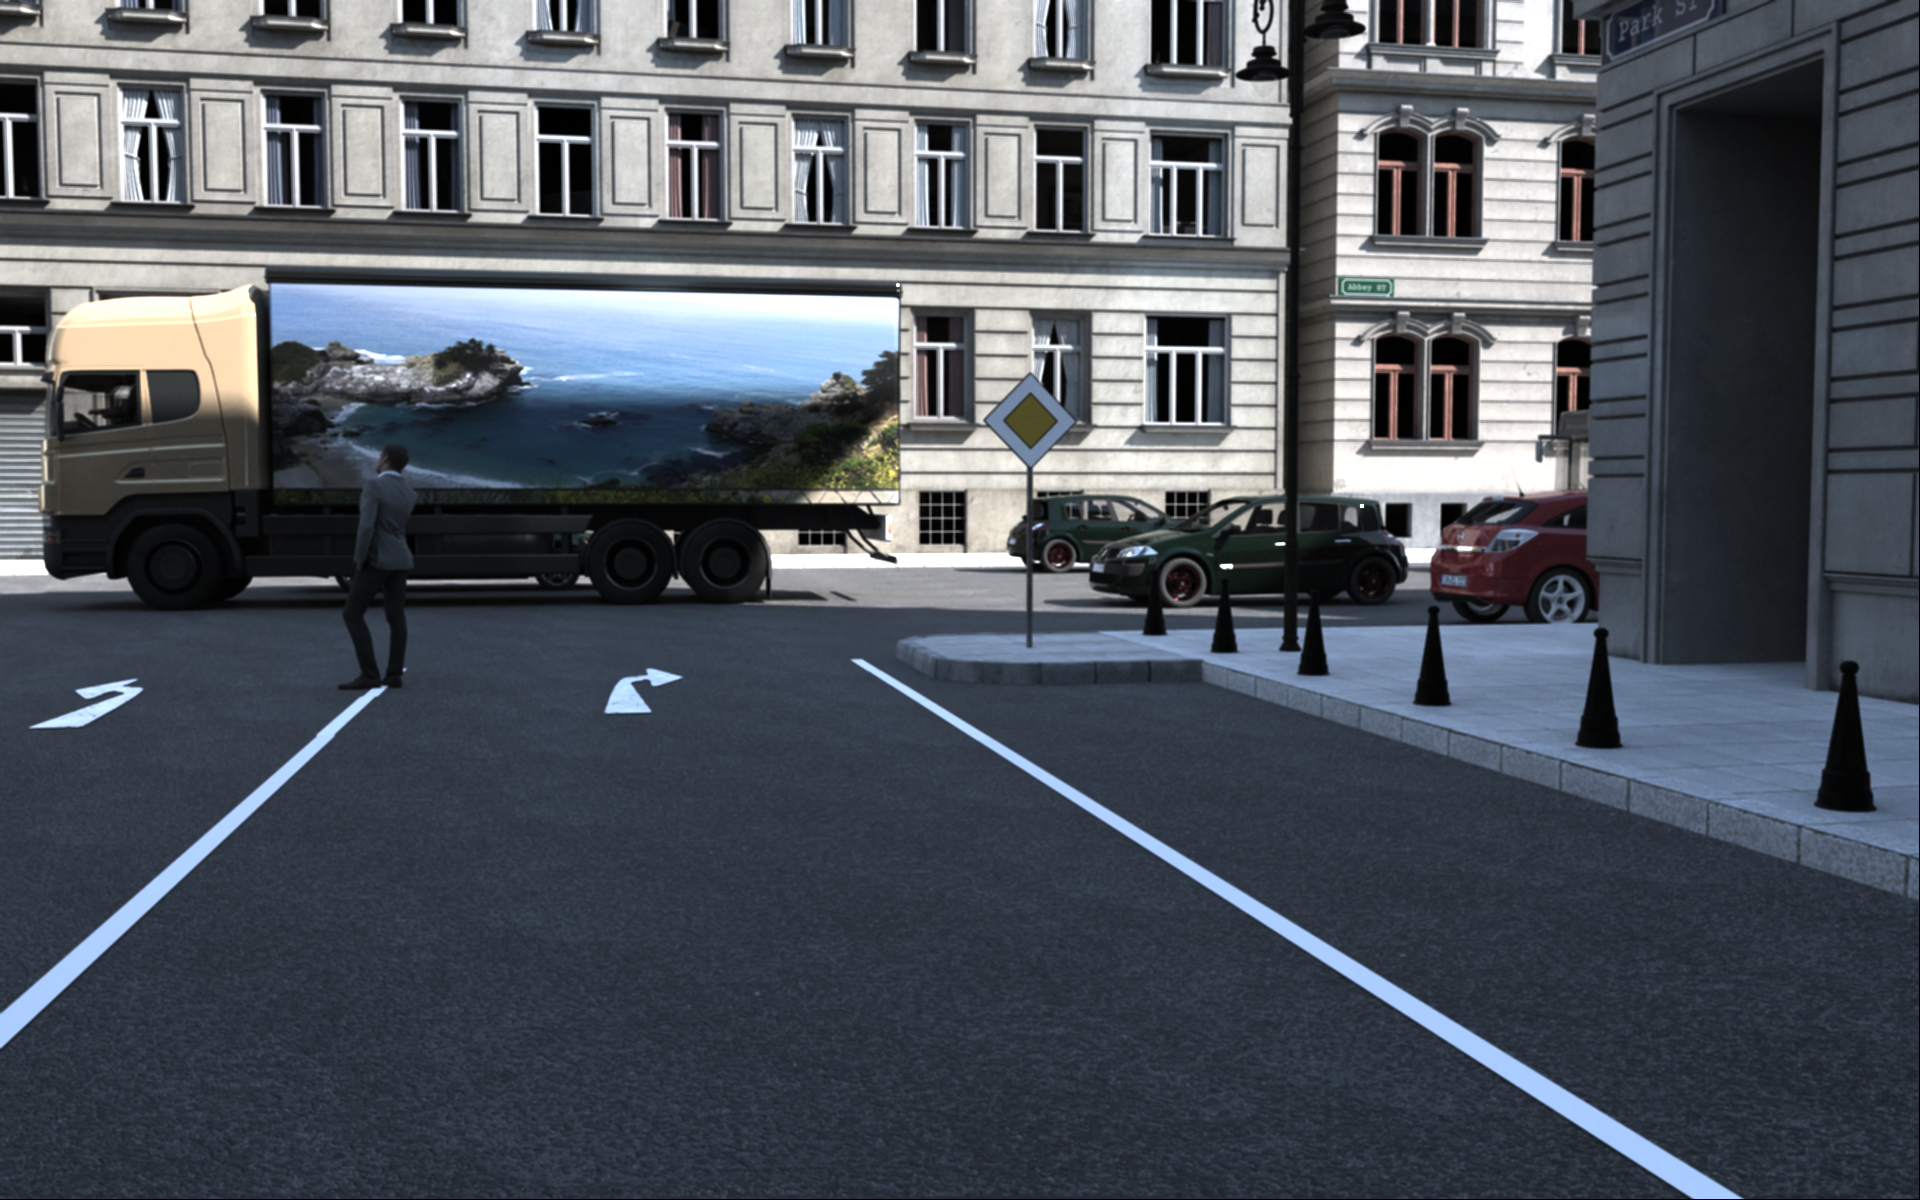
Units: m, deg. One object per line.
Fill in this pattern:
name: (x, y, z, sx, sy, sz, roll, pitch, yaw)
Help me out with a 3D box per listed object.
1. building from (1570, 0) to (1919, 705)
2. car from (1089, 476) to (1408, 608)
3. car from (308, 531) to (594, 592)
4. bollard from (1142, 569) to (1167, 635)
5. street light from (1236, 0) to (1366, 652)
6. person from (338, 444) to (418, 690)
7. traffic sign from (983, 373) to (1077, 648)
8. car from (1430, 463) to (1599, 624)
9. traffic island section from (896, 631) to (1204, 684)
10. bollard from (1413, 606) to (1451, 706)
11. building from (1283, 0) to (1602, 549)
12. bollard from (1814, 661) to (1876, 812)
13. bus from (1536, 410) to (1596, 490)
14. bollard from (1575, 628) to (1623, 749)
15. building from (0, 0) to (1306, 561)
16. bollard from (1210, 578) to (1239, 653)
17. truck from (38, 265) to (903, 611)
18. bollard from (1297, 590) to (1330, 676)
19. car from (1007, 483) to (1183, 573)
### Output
building: (11.969, -10.309, 4.708, 11.583, 22.565, 21.152, -1, 4, -12)
car: (3.801, -0.793, 22.748, 4.222, 1.686, 2.009, -1, 4, -12)
car: (-7.574, -0.881, 26.204, 4.920, 1.459, 2.131, -1, 4, -12)
bollard: (1.779, 0.014, 15.805, 0.229, 0.601, 0.229, 0, 3, 0)
street light: (2.705, -2.521, 14.005, 0.468, 5.910, 1.993, -1, 4, -12)
person: (-4.301, -0.253, 12.817, 0.473, 1.802, 0.592, 3, 4, 39)
traffic sign: (0.578, -0.659, 14.422, 0.795, 2.450, 0.064, -1, 4, -12)
car: (7.442, -0.609, 18.998, 4.494, 1.783, 2.155, -1, 4, -12)
traffic island section: (0.599, 0.476, 14.504, 2.009, 0.180, 2.903, -1, 4, -12)
bollard: (2.886, 0.335, 10.568, 0.229, 0.601, 0.229, 0, 3, 0)
building: (18.083, -15.890, 47.193, 23.554, 28.519, 14.401, -1, 4, -12)
bollard: (3.626, 0.548, 7.078, 0.229, 0.601, 0.229, 0, 3, 0)
bus: (16.931, -2.297, 32.409, 13.247, 3.499, 2.948, -1, 4, -11)
bollard: (3.258, 0.442, 8.817, 0.229, 0.601, 0.229, 0, 3, 0)
building: (-8.199, -12.771, 42.088, 30.059, 22.955, 16.112, -1, 4, -12)
bollard: (2.149, 0.121, 14.063, 0.229, 0.601, 0.229, 0, 3, 0)
truck: (-6.503, -2.077, 22.873, 11.283, 4.237, 2.839, -1, 4, -12)
bollard: (2.518, 0.227, 12.322, 0.229, 0.601, 0.229, 0, 3, 0)
car: (2.966, -1.377, 32.295, 4.222, 1.686, 2.009, -1, 4, -12)
